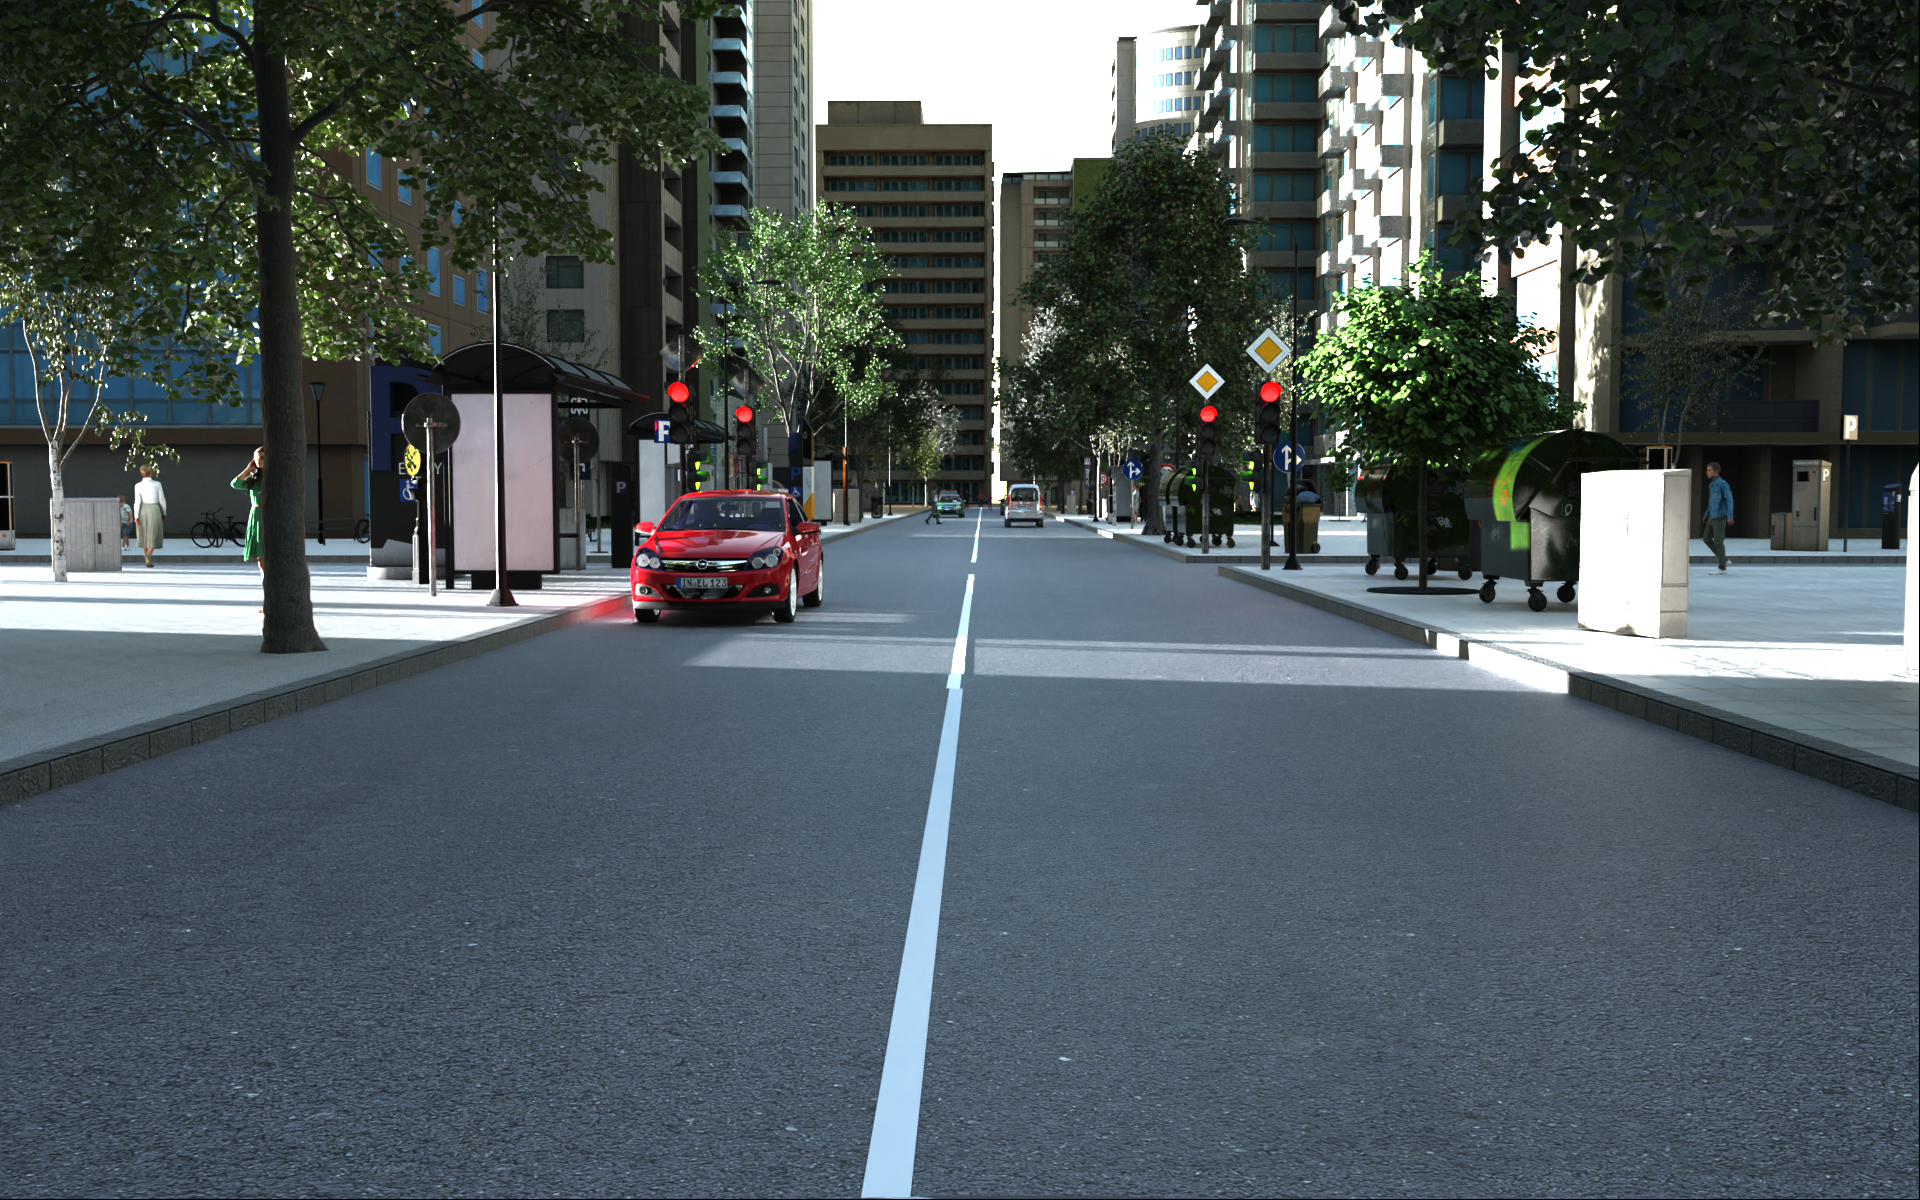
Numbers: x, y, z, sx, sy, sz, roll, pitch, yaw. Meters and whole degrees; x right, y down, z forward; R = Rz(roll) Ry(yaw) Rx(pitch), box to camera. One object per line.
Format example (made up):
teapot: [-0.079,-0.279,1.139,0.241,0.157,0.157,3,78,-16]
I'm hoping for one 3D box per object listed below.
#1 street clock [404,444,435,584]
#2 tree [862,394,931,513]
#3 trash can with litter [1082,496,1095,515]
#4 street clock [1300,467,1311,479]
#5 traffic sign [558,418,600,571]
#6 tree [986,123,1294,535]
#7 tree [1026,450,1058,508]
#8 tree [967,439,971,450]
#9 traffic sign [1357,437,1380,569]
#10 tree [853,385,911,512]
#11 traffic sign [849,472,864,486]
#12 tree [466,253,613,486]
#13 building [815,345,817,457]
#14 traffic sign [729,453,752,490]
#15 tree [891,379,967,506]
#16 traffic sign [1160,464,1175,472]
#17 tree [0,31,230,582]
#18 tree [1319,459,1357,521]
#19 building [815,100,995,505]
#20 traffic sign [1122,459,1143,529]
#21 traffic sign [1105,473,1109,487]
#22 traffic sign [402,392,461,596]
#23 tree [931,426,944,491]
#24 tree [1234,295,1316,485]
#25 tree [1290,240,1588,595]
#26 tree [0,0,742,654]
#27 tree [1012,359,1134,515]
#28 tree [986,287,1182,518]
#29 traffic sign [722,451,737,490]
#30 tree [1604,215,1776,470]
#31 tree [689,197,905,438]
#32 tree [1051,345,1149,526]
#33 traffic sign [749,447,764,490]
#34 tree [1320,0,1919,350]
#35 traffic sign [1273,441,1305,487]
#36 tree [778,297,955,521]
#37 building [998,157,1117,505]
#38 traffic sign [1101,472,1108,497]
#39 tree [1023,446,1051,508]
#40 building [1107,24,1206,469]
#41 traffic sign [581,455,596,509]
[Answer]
street clock: [-7.692,-1.230,24.685,0.471,2.002,0.358,3,5,43]
tree: [-5.001,-10.059,114.820,4.737,8.622,4.395,0,3,0]
trash can with litter: [7.919,-5.919,108.156,1.055,1.170,0.624,2,4,31]
street clock: [9.259,-2.565,46.512,0.358,2.002,0.471,0,4,2]
traffic sign: [-6.387,-1.761,28.901,0.768,2.556,0.104,0,4,2]
tree: [6.054,-8.371,53.870,9.611,12.733,9.660,0,3,0]
tree: [8.461,-13.058,163.855,4.737,8.622,4.395,0,3,0]
tree: [7.715,-16.450,179.332,12.009,13.543,11.850,0,3,0]
traffic sign: [7.170,-1.807,29.655,0.768,2.556,0.104,1,4,8]
tree: [-4.988,-9.640,107.976,4.360,8.622,3.978,0,3,0]
traffic sign: [-6.072,-6.233,101.914,0.884,2.594,0.081,0,4,4]
tree: [-12.674,-6.170,51.247,4.360,8.622,3.978,0,3,0]
building: [-32.453,-23.032,221.614,28.899,21.520,27.650,0,4,1]
traffic sign: [-5.456,-2.505,43.086,0.606,2.300,0.079,1,4,8]
tree: [-3.634,-16.723,183.783,12.009,13.543,11.850,0,3,0]
traffic sign: [8.693,-4.458,72.987,0.768,2.556,0.104,0,4,2]
tree: [-12.991,-4.563,24.962,4.360,8.622,3.978,0,3,0]
tree: [17.938,-5.303,81.311,1.663,3.219,1.824,0,3,0]
building: [-6.527,-36.273,216.758,21.600,48.544,21.300,0,4,1]
traffic sign: [6.290,-3.857,63.165,0.768,2.556,0.104,1,4,10]
traffic sign: [8.757,-6.259,102.436,0.768,2.556,0.104,1,4,10]
traffic sign: [-6.641,-1.324,21.756,0.768,2.556,0.104,0,4,7]
tree: [-4.369,-13.307,167.929,4.737,8.622,4.395,0,3,0]
tree: [11.386,-6.986,64.579,4.360,8.622,3.978,0,3,0]
tree: [6.062,-2.382,22.663,4.285,4.588,4.351,0,3,0]
tree: [-5.332,-5.823,13.341,7.486,12.596,7.792,0,3,0]
tree: [7.426,-10.533,106.622,8.767,10.594,7.601,0,4,-6]
tree: [7.532,-11.208,93.613,12.009,13.543,11.850,0,3,0]
traffic sign: [-6.663,-3.116,51.059,0.768,2.556,0.104,1,4,9]
tree: [18.585,-5.772,44.741,4.360,8.622,3.978,0,3,0]
tree: [-5.835,-8.315,61.713,9.928,11.665,9.643,0,3,0]
tree: [6.135,-7.245,68.814,4.360,8.622,3.978,0,3,0]
traffic sign: [-5.392,-2.707,44.372,0.768,2.556,0.104,0,4,6]
tree: [5.755,-6.264,9.068,9.857,13.997,8.962,0,3,0]
traffic sign: [7.967,-2.561,41.979,0.768,2.556,0.104,0,4,5]
tree: [-4.524,-8.998,81.530,7.601,10.594,8.767,2,4,32]
building: [11.827,-32.386,213.103,14.086,41.232,14.154,0,4,1]
traffic sign: [8.314,-6.216,101.745,0.768,2.556,0.104,0,4,3]
tree: [7.735,-12.642,157.056,4.360,8.622,3.978,0,3,0]
building: [33.022,-41.216,215.887,28.212,58.520,21.231,0,4,1]
traffic sign: [-8.307,-2.326,38.138,0.768,2.556,0.104,0,4,8]
